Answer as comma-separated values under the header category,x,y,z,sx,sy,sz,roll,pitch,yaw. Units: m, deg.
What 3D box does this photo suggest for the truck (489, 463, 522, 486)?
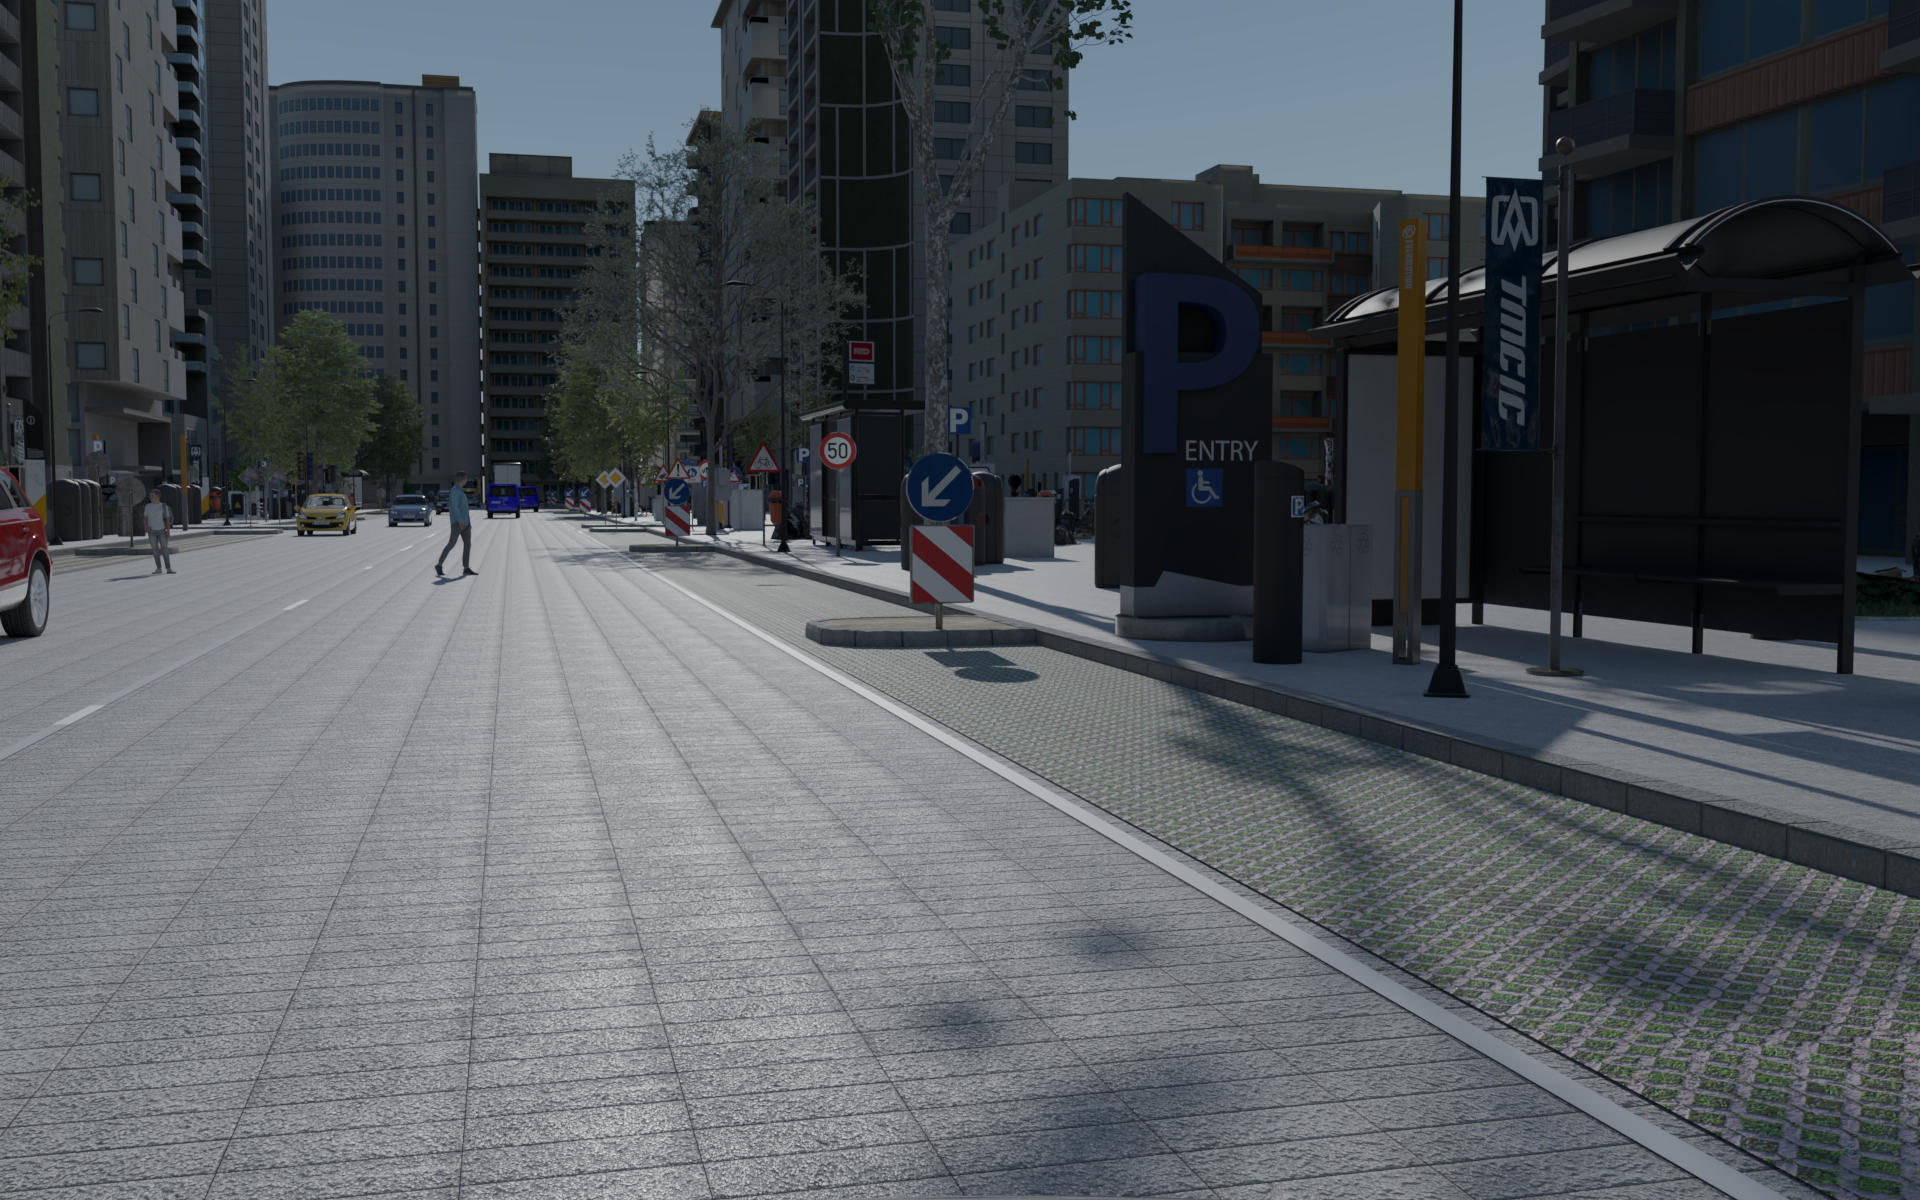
category,x,y,z,sx,sy,sz,roll,pitch,yaw
truck,-42.470,-10.588,162.030,2.839,4.237,11.283,-1,4,-16

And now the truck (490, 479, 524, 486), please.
category,x,y,z,sx,sy,sz,roll,pitch,yaw
truck,-47.005,-11.218,179.335,3.469,3.379,9.791,-1,4,-13

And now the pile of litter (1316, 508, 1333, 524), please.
category,x,y,z,sx,sy,sz,roll,pitch,yaw
pile of litter,10.854,-2.349,52.374,1.719,0.858,1.176,1,4,17

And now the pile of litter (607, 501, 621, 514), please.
category,x,y,z,sx,sy,sz,roll,pitch,yaw
pile of litter,-22.179,-6.035,112.634,1.719,0.858,1.176,1,4,21

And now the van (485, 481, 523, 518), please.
category,x,y,z,sx,sy,sz,roll,pitch,yaw
van,-27.370,-6.088,103.923,2.240,2.365,5.245,-1,4,-13

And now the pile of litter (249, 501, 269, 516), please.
category,x,y,z,sx,sy,sz,roll,pitch,yaw
pile of litter,-41.362,-5.390,102.087,1.176,0.858,1.719,0,4,-4

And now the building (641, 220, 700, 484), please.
category,x,y,z,sx,sy,sz,roll,pitch,yaw
building,-38.928,-34.775,252.168,14.086,41.232,14.154,-1,4,-14

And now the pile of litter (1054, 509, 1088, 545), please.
category,x,y,z,sx,sy,sz,roll,pitch,yaw
pile of litter,2.193,-1.839,44.040,1.719,0.858,1.176,2,4,23

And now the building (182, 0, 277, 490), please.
category,x,y,z,sx,sy,sz,roll,pitch,yaw
building,-85.732,-45.679,185.095,20.611,71.187,20.563,-1,4,-14

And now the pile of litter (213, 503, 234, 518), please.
category,x,y,z,sx,sy,sz,roll,pitch,yaw
pile of litter,-39.829,-4.856,93.357,1.176,0.858,1.719,1,4,18

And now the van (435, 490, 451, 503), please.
category,x,y,z,sx,sy,sz,roll,pitch,yaw
van,-50.769,-10.018,170.801,2.013,2.044,4.112,-1,4,-16

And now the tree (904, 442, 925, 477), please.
category,x,y,z,sx,sy,sz,roll,pitch,yaw
tree,-1.208,-4.186,63.040,1.663,3.219,1.824,0,3,0

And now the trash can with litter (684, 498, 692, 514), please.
category,x,y,z,sx,sy,sz,roll,pitch,yaw
trash can with litter,-18.527,-6.518,117.627,1.678,1.210,2.233,-2,4,-30

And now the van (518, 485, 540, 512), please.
category,x,y,z,sx,sy,sz,roll,pitch,yaw
van,-34.698,-8.191,138.299,2.240,2.365,5.245,-1,4,-16

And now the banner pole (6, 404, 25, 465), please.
category,x,y,z,sx,sy,sz,roll,pitch,yaw
banner pole,-26.265,-3.562,48.259,0.401,3.779,0.863,1,4,19

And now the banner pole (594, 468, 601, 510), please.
category,x,y,z,sx,sy,sz,roll,pitch,yaw
banner pole,-29.609,-9.309,142.211,0.863,3.779,0.401,0,4,-6

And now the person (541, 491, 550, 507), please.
category,x,y,z,sx,sy,sz,roll,pitch,yaw
person,-45.167,-11.003,189.115,1.217,1.743,0.721,-3,5,-42

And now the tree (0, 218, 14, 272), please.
category,x,y,z,sx,sy,sz,roll,pitch,yaw
tree,-18.965,-5.625,26.374,8.767,10.594,7.601,-1,4,-18

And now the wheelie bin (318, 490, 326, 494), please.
category,x,y,z,sx,sy,sz,roll,pitch,yaw
wheelie bin,-49.986,-7.810,135.598,0.980,1.594,0.693,0,4,3

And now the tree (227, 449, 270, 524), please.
category,x,y,z,sx,sy,sz,roll,pitch,yaw
tree,-30.950,-4.906,74.814,1.663,3.219,1.824,0,3,0

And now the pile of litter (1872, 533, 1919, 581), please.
category,x,y,z,sx,sy,sz,roll,pitch,yaw
pile of litter,12.589,-0.548,22.933,1.719,0.858,1.176,0,4,-5

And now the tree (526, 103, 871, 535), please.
category,x,y,z,sx,sy,sz,roll,pitch,yaw
tree,-7.716,-8.785,54.004,12.009,13.543,11.850,0,3,0

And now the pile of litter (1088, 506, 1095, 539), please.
category,x,y,z,sx,sy,sz,roll,pitch,yaw
pile of litter,3.334,-2.176,49.544,1.176,0.858,1.719,2,4,33

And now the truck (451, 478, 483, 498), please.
category,x,y,z,sx,sy,sz,roll,pitch,yaw
truck,-57.967,-12.737,204.166,3.469,3.379,9.791,-1,4,-14

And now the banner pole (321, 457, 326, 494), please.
category,x,y,z,sx,sy,sz,roll,pitch,yaw
banner pole,-43.031,-7.775,117.133,0.401,3.779,0.863,0,4,0

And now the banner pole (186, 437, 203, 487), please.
category,x,y,z,sx,sy,sz,roll,pitch,yaw
banner pole,-33.937,-5.296,76.614,0.863,3.779,0.401,-2,4,-33

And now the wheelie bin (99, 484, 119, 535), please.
category,x,y,z,sx,sy,sz,roll,pitch,yaw
wheelie bin,-26.841,-2.851,54.529,0.980,1.594,0.693,-2,4,-34

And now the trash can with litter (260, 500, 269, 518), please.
category,x,y,z,sx,sy,sz,roll,pitch,yaw
trash can with litter,-37.949,-5.116,95.026,1.055,1.170,0.624,-2,4,-34

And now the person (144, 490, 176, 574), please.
category,x,y,z,sx,sy,sz,roll,pitch,yaw
person,-14.402,-1.229,31.190,0.503,1.515,0.523,-3,5,-41

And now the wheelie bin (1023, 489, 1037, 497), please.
category,x,y,z,sx,sy,sz,roll,pitch,yaw
wheelie bin,4.002,-5.568,98.947,0.693,1.594,0.980,3,5,43

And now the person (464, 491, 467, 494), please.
category,x,y,z,sx,sy,sz,roll,pitch,yaw
person,-55.078,-11.287,193.184,0.705,1.807,1.348,3,4,36

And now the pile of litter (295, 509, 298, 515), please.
category,x,y,z,sx,sy,sz,roll,pitch,yaw
pile of litter,-42.027,-5.725,107.563,1.719,0.858,1.176,1,4,20

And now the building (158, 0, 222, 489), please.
category,x,y,z,sx,sy,sz,roll,pitch,yaw
building,-76.882,-51.147,148.920,22.319,86.520,31.000,-1,4,-14

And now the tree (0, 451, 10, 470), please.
category,x,y,z,sx,sy,sz,roll,pitch,yaw
tree,-45.483,-5.387,82.671,1.663,3.219,1.824,0,3,0

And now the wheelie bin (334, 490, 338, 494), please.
category,x,y,z,sx,sy,sz,roll,pitch,yaw
wheelie bin,-43.772,-6.992,122.233,0.693,1.594,0.980,2,4,34

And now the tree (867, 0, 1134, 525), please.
category,x,y,z,sx,sy,sz,roll,pitch,yaw
tree,0.920,-10.406,26.019,12.611,20.169,13.585,0,3,0

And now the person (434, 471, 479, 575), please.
category,x,y,z,sx,sy,sz,roll,pitch,yaw
person,-8.889,-1.360,30.595,0.748,1.841,0.638,1,4,10

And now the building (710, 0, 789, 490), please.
category,x,y,z,sx,sy,sz,roll,pitch,yaw
building,-8.603,-35.626,171.721,28.713,52.752,27.495,-1,4,-14

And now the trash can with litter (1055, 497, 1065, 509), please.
category,x,y,z,sx,sy,sz,roll,pitch,yaw
trash can with litter,5.558,-4.957,92.430,1.055,1.170,0.624,-1,4,-11

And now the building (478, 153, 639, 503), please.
category,x,y,z,sx,sy,sz,roll,pitch,yaw
building,-58.103,-38.333,250.444,21.600,48.544,21.300,-1,4,-14

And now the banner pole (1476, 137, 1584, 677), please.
category,x,y,z,sx,sy,sz,roll,pitch,yaw
banner pole,4.019,-1.356,12.180,0.863,3.779,0.401,-1,4,-16

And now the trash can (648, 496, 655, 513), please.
category,x,y,z,sx,sy,sz,roll,pitch,yaw
trash can,-20.351,-6.315,114.896,0.748,1.137,0.748,0,3,0

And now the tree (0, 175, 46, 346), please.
category,x,y,z,sx,sy,sz,roll,pitch,yaw
tree,-20.976,-5.210,35.541,4.737,8.622,4.395,0,3,0

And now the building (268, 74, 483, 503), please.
category,x,y,z,sx,sy,sz,roll,pitch,yaw
building,-82.324,-42.956,244.333,28.212,58.520,21.231,-1,4,-14

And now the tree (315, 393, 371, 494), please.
category,x,y,z,sx,sy,sz,roll,pitch,yaw
tree,-43.642,-10.394,120.303,4.737,8.622,4.395,0,3,0

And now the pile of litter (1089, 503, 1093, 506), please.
category,x,y,z,sx,sy,sz,roll,pitch,yaw
pile of litter,6.046,-4.073,80.566,1.719,0.858,1.176,0,4,-6

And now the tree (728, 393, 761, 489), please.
category,x,y,z,sx,sy,sz,roll,pitch,yaw
tree,-14.163,-10.455,121.304,4.737,8.622,4.395,0,3,0

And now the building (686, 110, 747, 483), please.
category,x,y,z,sx,sy,sz,roll,pitch,yaw
building,-19.533,-33.246,198.200,22.147,44.769,28.867,-1,4,-14

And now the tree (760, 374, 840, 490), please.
category,x,y,z,sx,sy,sz,roll,pitch,yaw
tree,-8.542,-9.312,102.607,4.737,8.622,4.395,0,3,0

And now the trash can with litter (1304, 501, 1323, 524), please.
category,x,y,z,sx,sy,sz,roll,pitch,yaw
trash can with litter,5.459,-1.049,28.540,1.055,1.170,0.624,1,4,15

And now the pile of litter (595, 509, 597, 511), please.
category,x,y,z,sx,sy,sz,roll,pitch,yaw
pile of litter,-27.355,-7.258,132.626,1.176,0.858,1.719,2,4,33

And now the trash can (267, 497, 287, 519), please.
category,x,y,z,sx,sy,sz,roll,pitch,yaw
trash can,-34.387,-4.642,87.551,0.748,1.137,0.748,0,3,0

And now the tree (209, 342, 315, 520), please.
category,x,y,z,sx,sy,sz,roll,pitch,yaw
tree,-34.113,-8.171,83.956,4.737,8.622,4.395,0,3,0

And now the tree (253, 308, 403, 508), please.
category,x,y,z,sx,sy,sz,roll,pitch,yaw
tree,-39.049,-11.485,105.909,7.486,12.596,7.792,0,3,0
